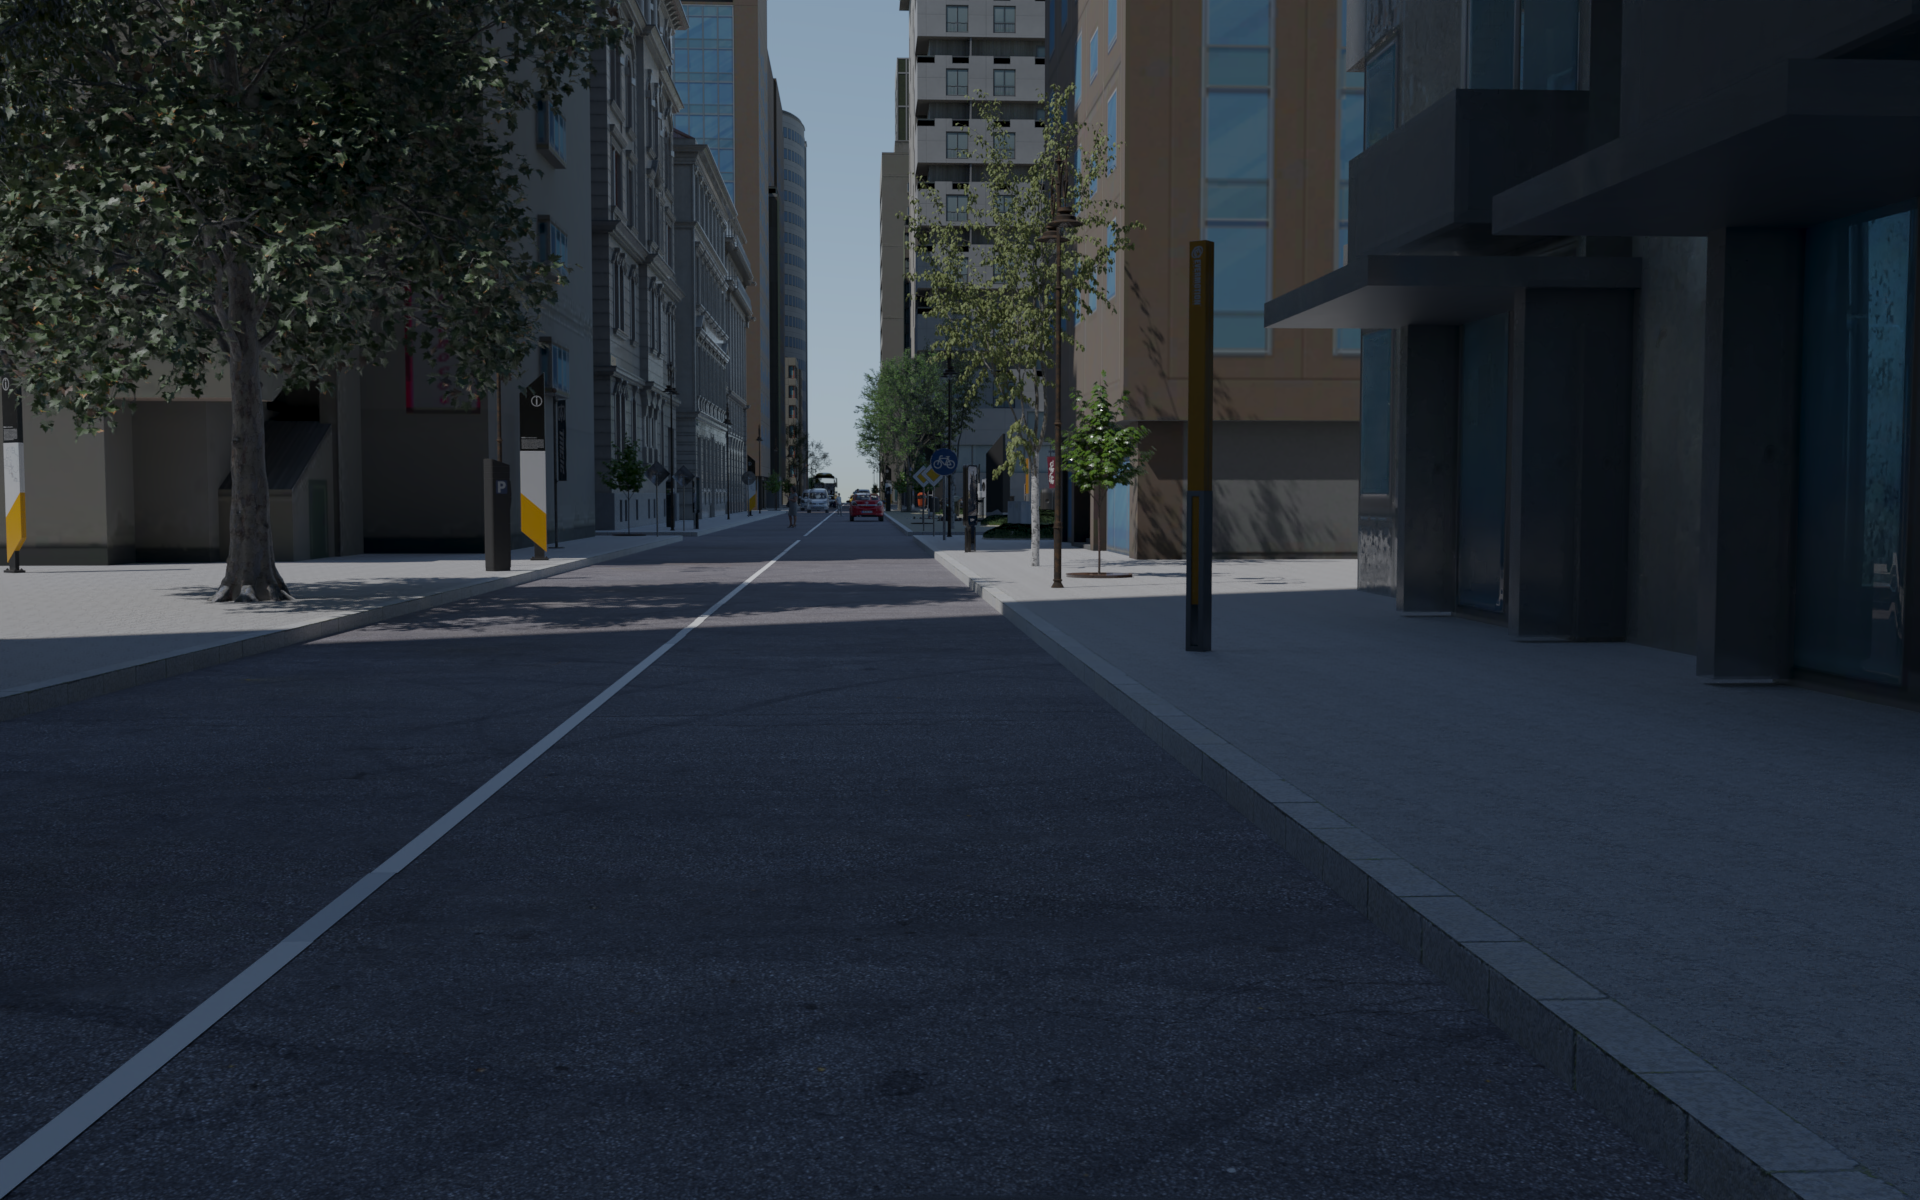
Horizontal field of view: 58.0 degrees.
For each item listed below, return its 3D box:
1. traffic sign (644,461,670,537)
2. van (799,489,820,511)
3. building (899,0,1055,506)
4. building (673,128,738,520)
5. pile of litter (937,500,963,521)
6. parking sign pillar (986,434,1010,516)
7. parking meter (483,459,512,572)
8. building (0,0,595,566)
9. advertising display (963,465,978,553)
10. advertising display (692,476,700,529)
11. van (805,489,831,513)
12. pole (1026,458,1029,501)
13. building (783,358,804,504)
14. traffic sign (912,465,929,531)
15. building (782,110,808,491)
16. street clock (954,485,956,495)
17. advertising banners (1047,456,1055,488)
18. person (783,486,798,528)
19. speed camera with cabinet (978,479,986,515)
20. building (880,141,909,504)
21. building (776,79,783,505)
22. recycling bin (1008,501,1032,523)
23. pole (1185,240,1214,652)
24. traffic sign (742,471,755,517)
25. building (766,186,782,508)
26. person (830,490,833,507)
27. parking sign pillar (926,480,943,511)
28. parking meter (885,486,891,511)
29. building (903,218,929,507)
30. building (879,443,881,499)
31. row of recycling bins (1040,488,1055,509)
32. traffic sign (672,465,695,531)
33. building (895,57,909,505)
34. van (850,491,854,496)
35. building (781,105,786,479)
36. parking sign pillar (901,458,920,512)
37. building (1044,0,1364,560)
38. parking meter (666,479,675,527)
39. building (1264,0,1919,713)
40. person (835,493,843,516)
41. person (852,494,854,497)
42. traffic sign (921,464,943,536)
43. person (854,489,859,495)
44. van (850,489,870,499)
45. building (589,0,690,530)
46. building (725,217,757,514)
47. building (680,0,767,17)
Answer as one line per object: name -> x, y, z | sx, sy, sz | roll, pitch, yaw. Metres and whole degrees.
traffic sign -> -9.077, -2.952, 51.909 | 0.795, 2.450, 0.064 | 0, 4, -3
van -> -12.919, -8.732, 149.773 | 2.013, 2.044, 4.112 | 0, 4, -3
building -> 9.032, -35.047, 162.250 | 28.713, 52.752, 27.495 | 0, 4, -3
building -> -18.558, -15.771, 94.005 | 11.583, 22.565, 21.152 | 0, 4, -3
pile of litter -> -0.484, -4.174, 82.206 | 1.176, 0.858, 1.719 | -3, 4, -37
parking sign pillar -> 1.706, -5.463, 77.786 | 1.447, 3.967, 1.447 | -2, 4, -35
parking meter -> -7.692, -1.414, 28.832 | 0.255, 1.863, 0.399 | 3, 4, 39
building -> -20.850, -25.432, 39.522 | 21.600, 48.544, 21.300 | 0, 4, -3
advertising display -> 0.227, -2.023, 38.296 | 0.123, 1.923, 0.974 | 1, 4, 13
advertising display -> -9.695, -3.571, 63.595 | 0.123, 1.923, 0.974 | -1, 4, -17
van -> -10.935, -7.731, 133.407 | 2.013, 2.044, 4.112 | 0, 4, -3
pole -> 3.863, -6.435, 99.057 | 0.158, 3.312, 0.155 | 0, 3, 0
building -> -35.411, -23.726, 232.961 | 27.650, 21.520, 28.899 | 0, 4, -3
traffic sign -> -1.270, -3.468, 60.350 | 0.795, 2.450, 0.064 | 0, 4, -3
building -> -33.852, -43.944, 260.476 | 21.231, 58.520, 28.212 | 0, 4, -3
street clock -> -0.469, -7.816, 132.364 | 0.358, 2.002, 0.471 | 0, 4, -6
advertising banners -> 4.769, -5.112, 79.767 | 0.090, 3.025, 2.074 | -3, 5, -44
person -> -7.236, -3.972, 73.803 | 0.532, 1.782, 0.716 | -2, 4, -33
speed camera with cabinet -> 1.436, -6.683, 103.596 | 0.660, 3.252, 2.038 | -1, 4, -19
building -> -0.009, -37.337, 234.163 | 21.300, 48.544, 21.600 | 0, 4, -3
building -> -25.346, -31.737, 169.012 | 14.600, 45.320, 14.200 | 0, 4, -3
recycling bin -> 2.168, -2.968, 61.088 | 0.722, 1.027, 0.722 | -3, 4, -36
pole -> 1.950, -1.237, 14.063 | 0.158, 3.312, 0.155 | 0, 3, 0
traffic sign -> -11.869, -5.938, 97.190 | 0.768, 2.556, 0.104 | 0, 4, 0
building -> -23.451, -23.469, 155.426 | 14.160, 30.474, 14.107 | 0, 4, -3
person -> -14.285, -11.281, 192.575 | 0.705, 1.869, 1.348 | 0, 4, -5
parking sign pillar -> -1.878, -8.893, 133.874 | 1.447, 3.967, 1.447 | 0, 4, 2
parking meter -> -5.345, -7.518, 128.623 | 0.399, 1.863, 0.255 | 0, 4, 2
building -> 1.006, -25.171, 183.253 | 14.160, 30.474, 14.107 | 0, 4, -3
building -> 1.838, -25.433, 260.865 | 27.650, 21.520, 28.899 | 0, 4, -3
row of recycling bins -> 6.221, -6.720, 116.982 | 1.069, 1.692, 3.534 | 1, 4, 17
traffic sign -> -9.551, -3.440, 59.880 | 0.795, 2.450, 0.064 | 0, 4, -3
building -> -2.384, -51.719, 283.851 | 20.563, 71.187, 20.611 | 0, 4, -3
van -> -15.423, -15.419, 259.114 | 2.013, 2.044, 4.112 | 0, 4, -4
building -> -25.895, -32.604, 183.178 | 14.600, 45.320, 14.200 | 0, 4, -3
parking sign pillar -> -3.641, -8.495, 127.361 | 1.447, 3.967, 1.447 | 0, 4, 6
building -> 9.597, -23.814, 39.472 | 14.600, 45.320, 14.200 | 0, 4, -3
parking meter -> -11.190, -3.744, 66.918 | 0.255, 1.863, 0.399 | 1, 4, 8
building -> 15.554, -23.840, 9.386 | 23.786, 49.044, 30.456 | 0, 4, -3
person -> -7.790, -6.174, 112.038 | 0.523, 1.515, 0.503 | 1, 4, 22
person -> -12.602, -12.340, 210.278 | 1.348, 1.821, 0.705 | 1, 4, 11
traffic sign -> -0.796, -2.981, 52.379 | 0.795, 2.450, 0.064 | 0, 4, -3
person -> -7.728, -7.435, 129.917 | 0.638, 1.841, 0.748 | -2, 4, -24
van -> -8.463, -8.707, 149.377 | 2.013, 2.044, 4.112 | 0, 4, -5
building -> -19.044, -17.345, 70.978 | 14.401, 28.519, 23.554 | 0, 4, -3
building -> -21.005, -16.800, 116.482 | 13.314, 21.916, 24.055 | 0, 4, -3
building -> -22.856, -30.015, 140.855 | 14.600, 45.320, 14.200 | 0, 4, -3
